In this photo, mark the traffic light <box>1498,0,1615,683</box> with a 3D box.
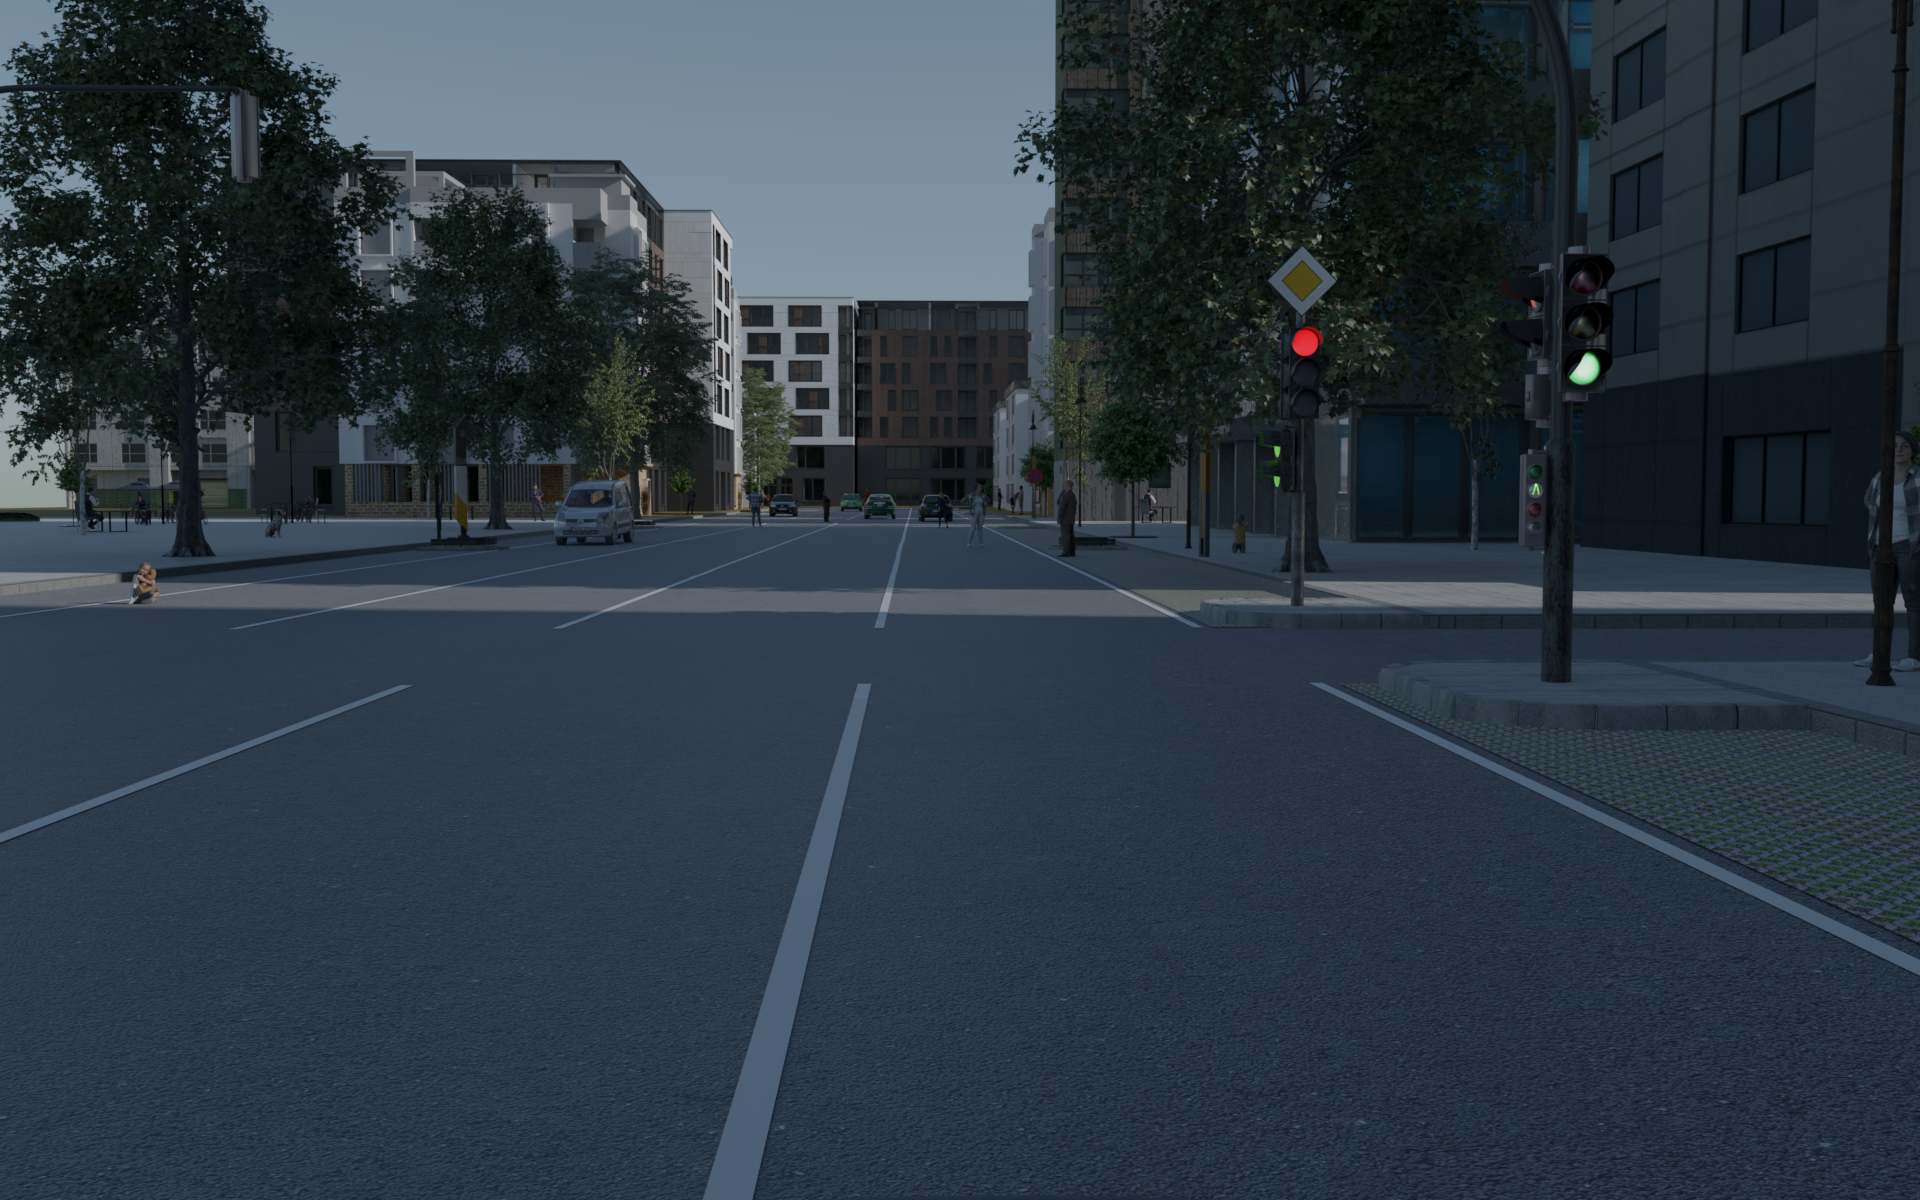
[{"bbox_3d":[1.967,-2.257,11.577,4.771,5.953,1.251,0,4,-1],"label":"traffic light"}]

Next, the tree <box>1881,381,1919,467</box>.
[{"bbox_3d":[14.376,-1.884,25.400,1.663,3.219,1.824,0,3,0],"label":"tree"}]

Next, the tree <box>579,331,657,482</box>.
[{"bbox_3d":[-15.980,-7.875,79.117,4.737,8.622,4.395,0,3,0],"label":"tree"}]

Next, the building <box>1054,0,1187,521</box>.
[{"bbox_3d":[11.654,-19.344,87.978,14.160,30.474,14.107,0,4,-1],"label":"building"}]

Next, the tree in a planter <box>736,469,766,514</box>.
[{"bbox_3d":[-14.742,-7.634,122.032,1.991,3.239,1.994,0,4,-1],"label":"tree in a planter"}]

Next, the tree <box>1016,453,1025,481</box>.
[{"bbox_3d":[4.911,-6.994,98.059,4.285,4.588,4.351,0,3,0],"label":"tree"}]

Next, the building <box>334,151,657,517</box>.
[{"bbox_3d":[-26.268,-14.925,100.447,16.016,20.091,11.380,0,4,-1],"label":"building"}]

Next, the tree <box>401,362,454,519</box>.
[{"bbox_3d":[-27.572,-8.535,89.904,4.737,8.622,4.395,0,3,0],"label":"tree"}]

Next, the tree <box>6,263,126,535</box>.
[{"bbox_3d":[-27.436,-6.319,53.679,4.360,8.622,3.978,0,3,0],"label":"tree"}]

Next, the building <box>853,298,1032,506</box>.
[{"bbox_3d":[5.170,-21.387,193.648,32.646,21.610,27.936,0,4,-1],"label":"building"}]

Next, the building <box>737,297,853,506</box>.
[{"bbox_3d":[-27.700,-21.350,193.045,32.646,21.610,27.936,0,4,-1],"label":"building"}]

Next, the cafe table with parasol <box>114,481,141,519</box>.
[{"bbox_3d":[-43.043,-5.254,90.771,2.610,1.966,2.610,-3,5,-43],"label":"cafe table with parasol"}]

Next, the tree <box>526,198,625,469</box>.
[{"bbox_3d":[-16.902,-8.905,62.610,9.611,12.733,9.660,0,3,0],"label":"tree"}]

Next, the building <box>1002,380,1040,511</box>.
[{"bbox_3d":[8.533,-11.365,127.959,9.099,9.664,28.070,0,4,-1],"label":"building"}]

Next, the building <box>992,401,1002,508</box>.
[{"bbox_3d":[8.039,-13.098,156.298,9.099,9.664,28.070,0,4,-1],"label":"building"}]

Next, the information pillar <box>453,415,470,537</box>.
[{"bbox_3d":[-14.756,-3.660,51.198,0.183,3.616,0.504,2,4,24],"label":"information pillar"}]

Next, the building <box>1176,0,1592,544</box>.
[{"bbox_3d":[19.373,-26.742,56.845,23.786,49.044,30.456,0,4,-1],"label":"building"}]

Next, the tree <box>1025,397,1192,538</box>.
[{"bbox_3d":[5.030,-4.115,50.991,4.285,4.588,4.351,0,3,0],"label":"tree"}]

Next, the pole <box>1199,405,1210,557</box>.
[{"bbox_3d":[4.984,-2.532,35.236,0.158,3.312,0.155,0,3,0],"label":"pole"}]

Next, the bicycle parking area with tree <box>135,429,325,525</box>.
[{"bbox_3d":[-31.751,-5.391,75.145,8.231,4.147,9.016,-1,4,-16],"label":"bicycle parking area with tree"}]

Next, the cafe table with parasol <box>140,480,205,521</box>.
[{"bbox_3d":[-38.155,-4.873,84.547,2.610,1.966,2.610,-3,4,-37],"label":"cafe table with parasol"}]

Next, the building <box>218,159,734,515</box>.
[{"bbox_3d":[-31.663,-17.019,122.241,27.936,21.610,32.646,0,4,-1],"label":"building"}]

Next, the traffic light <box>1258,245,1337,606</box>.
[{"bbox_3d":[3.850,-1.886,19.754,0.839,4.253,0.868,0,4,-1],"label":"traffic light"}]

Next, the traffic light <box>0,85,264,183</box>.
[{"bbox_3d":[-10.277,-2.737,19.410,4.771,5.953,1.251,0,4,-1],"label":"traffic light"}]

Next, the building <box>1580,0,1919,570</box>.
[{"bbox_3d":[25.526,-36.196,30.052,20.611,71.187,20.563,0,4,-1],"label":"building"}]

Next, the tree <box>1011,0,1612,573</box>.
[{"bbox_3d":[5.665,-6.815,28.438,9.611,12.733,9.660,0,3,0],"label":"tree"}]

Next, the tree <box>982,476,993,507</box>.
[{"bbox_3d":[2.900,-10.876,172.428,1.663,3.219,1.824,0,3,0],"label":"tree"}]

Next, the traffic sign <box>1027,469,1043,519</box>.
[{"bbox_3d":[3.807,-5.376,88.008,0.768,2.556,0.104,0,4,4],"label":"traffic sign"}]

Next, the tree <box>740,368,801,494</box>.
[{"bbox_3d":[-18.192,-14.531,155.711,7.486,12.596,7.792,0,3,0],"label":"tree"}]

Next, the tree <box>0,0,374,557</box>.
[{"bbox_3d":[-15.812,-7.242,35.409,9.611,12.733,9.660,0,3,0],"label":"tree"}]

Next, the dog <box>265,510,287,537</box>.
[{"bbox_3d":[-20.420,-2.268,51.466,0.800,0.831,0.513,3,5,40],"label":"dog"}]

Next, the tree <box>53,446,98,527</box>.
[{"bbox_3d":[-34.878,-4.509,68.329,1.663,3.219,1.824,0,3,0],"label":"tree"}]

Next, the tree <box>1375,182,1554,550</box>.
[{"bbox_3d":[11.585,-5.446,39.413,4.360,8.622,3.978,0,3,0],"label":"tree"}]

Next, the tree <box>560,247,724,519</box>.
[{"bbox_3d":[-16.681,-11.095,88.053,9.857,13.997,8.962,0,3,0],"label":"tree"}]

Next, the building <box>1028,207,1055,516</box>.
[{"bbox_3d":[12.360,-15.336,107.170,16.016,20.091,11.380,0,4,-1],"label":"building"}]

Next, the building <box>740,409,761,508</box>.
[{"bbox_3d":[-33.392,-13.627,164.951,28.070,9.664,9.099,0,4,-1],"label":"building"}]

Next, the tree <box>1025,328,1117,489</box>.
[{"bbox_3d":[5.072,-7.762,77.274,4.737,8.622,4.395,0,3,0],"label":"tree"}]

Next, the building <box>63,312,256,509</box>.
[{"bbox_3d":[-63.073,-17.985,160.515,31.486,18.905,16.747,0,4,-1],"label":"building"}]

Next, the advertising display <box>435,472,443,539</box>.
[{"bbox_3d":[-15.046,-2.739,49.992,0.123,1.923,0.974,-1,4,-12],"label":"advertising display"}]

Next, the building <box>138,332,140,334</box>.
[{"bbox_3d":[-82.293,-20.155,185.949,11.380,20.091,16.016,0,4,-1],"label":"building"}]

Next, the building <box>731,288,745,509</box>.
[{"bbox_3d":[-26.214,-17.614,144.407,16.016,20.091,11.380,0,4,-1],"label":"building"}]

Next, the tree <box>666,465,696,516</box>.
[{"bbox_3d":[-16.692,-6.658,103.464,1.663,3.219,1.824,0,3,0],"label":"tree"}]
